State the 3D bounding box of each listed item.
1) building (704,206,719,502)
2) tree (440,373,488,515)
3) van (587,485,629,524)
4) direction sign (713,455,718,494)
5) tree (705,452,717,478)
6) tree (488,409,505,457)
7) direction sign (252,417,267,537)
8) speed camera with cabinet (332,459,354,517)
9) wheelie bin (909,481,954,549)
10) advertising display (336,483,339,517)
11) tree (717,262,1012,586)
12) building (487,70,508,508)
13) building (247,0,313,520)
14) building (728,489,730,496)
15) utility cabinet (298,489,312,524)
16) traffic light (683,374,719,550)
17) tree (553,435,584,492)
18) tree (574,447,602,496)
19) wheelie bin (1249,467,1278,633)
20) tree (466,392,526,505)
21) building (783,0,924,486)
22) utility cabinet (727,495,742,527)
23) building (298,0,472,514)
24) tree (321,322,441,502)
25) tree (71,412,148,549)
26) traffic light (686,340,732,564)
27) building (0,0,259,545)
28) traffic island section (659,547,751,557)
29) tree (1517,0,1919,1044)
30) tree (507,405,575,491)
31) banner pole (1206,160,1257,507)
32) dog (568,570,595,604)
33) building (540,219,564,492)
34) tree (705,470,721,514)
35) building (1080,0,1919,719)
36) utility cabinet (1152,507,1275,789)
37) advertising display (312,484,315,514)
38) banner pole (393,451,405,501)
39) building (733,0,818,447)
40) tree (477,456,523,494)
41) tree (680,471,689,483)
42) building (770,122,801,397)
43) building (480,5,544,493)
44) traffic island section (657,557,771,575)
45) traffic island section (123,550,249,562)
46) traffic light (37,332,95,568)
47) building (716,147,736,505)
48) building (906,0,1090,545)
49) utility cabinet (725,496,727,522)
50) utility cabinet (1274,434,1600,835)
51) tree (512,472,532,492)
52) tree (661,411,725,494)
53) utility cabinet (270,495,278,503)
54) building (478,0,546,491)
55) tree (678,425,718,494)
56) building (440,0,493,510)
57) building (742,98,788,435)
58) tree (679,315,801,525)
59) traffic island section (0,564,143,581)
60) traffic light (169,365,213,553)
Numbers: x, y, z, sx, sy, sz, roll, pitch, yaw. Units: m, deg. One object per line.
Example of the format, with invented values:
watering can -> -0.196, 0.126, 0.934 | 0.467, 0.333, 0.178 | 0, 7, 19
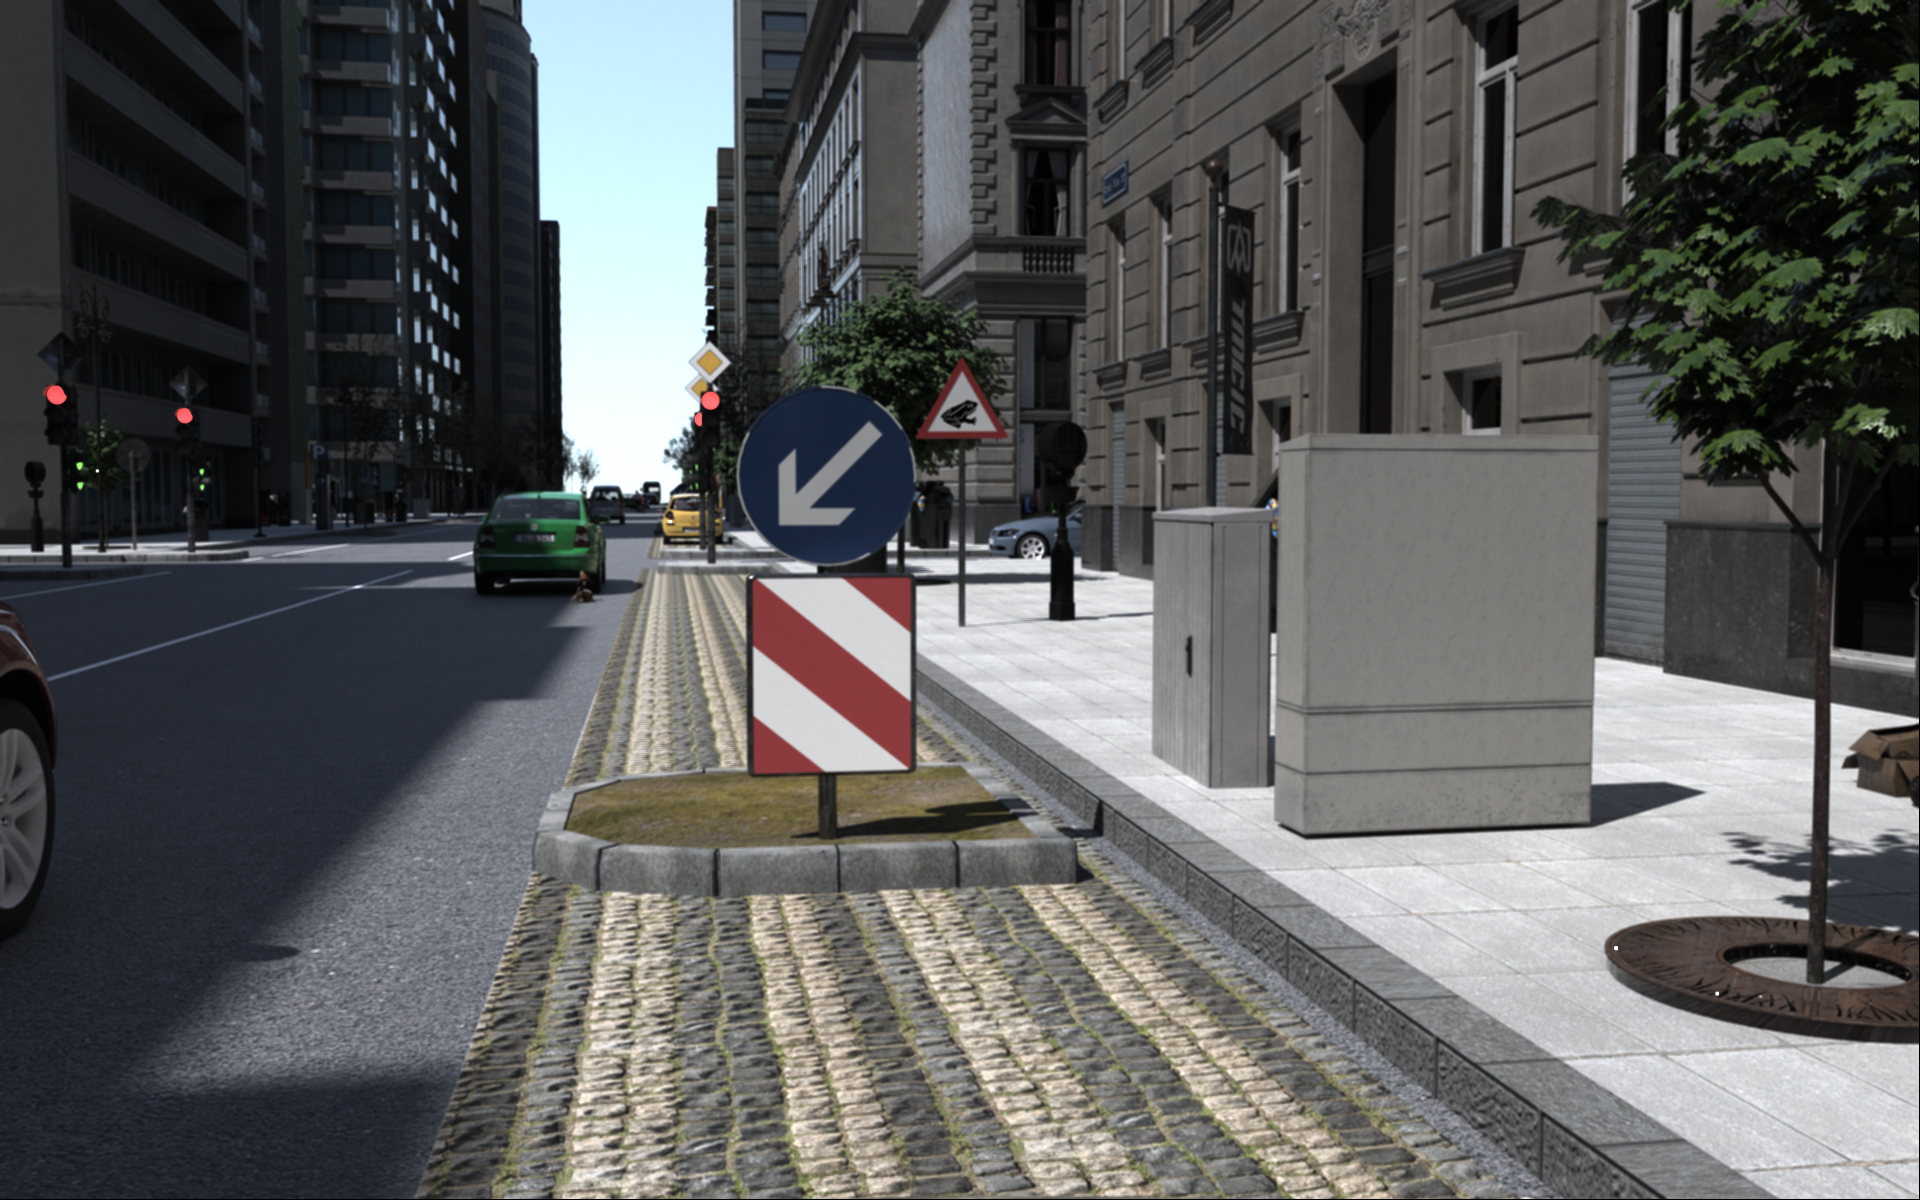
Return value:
building -> -26.910, -36.978, 259.218 | 22.147, 44.769, 28.867 | -1, 4, -10
tree -> -28.094, -8.611, 91.160 | 4.360, 8.622, 3.978 | 0, 3, 0
van -> -17.027, -4.686, 83.626 | 2.013, 2.044, 4.112 | -1, 4, -11
direction sign -> -13.559, -6.345, 95.742 | 0.379, 3.537, 0.876 | -3, 4, -37
tree -> -11.380, -6.505, 90.063 | 4.285, 4.588, 4.351 | 0, 3, 0
tree -> -30.292, -9.503, 105.731 | 4.360, 8.622, 3.978 | 0, 3, 0
direction sign -> -20.831, -3.636, 51.452 | 0.379, 3.537, 0.876 | 0, 4, -5
speed camera with cabinet -> -35.069, -6.419, 99.283 | 0.660, 3.252, 2.038 | 1, 4, 21
wheelie bin -> -0.554, -1.997, 40.557 | 0.693, 1.594, 0.980 | 3, 4, 36
advertising display -> -35.275, -5.654, 97.654 | 0.123, 1.923, 0.974 | -3, 5, -42
tree -> -0.936, -2.510, 24.745 | 4.285, 4.588, 4.351 | 0, 3, 0
building -> -50.187, -29.205, 161.093 | 14.154, 41.232, 14.086 | -1, 4, -10
building -> -39.801, -24.362, 81.919 | 14.154, 41.232, 14.086 | -1, 4, -10
building -> -13.401, -45.190, 177.104 | 20.563, 71.187, 20.611 | -1, 4, -10
utility cabinet -> -27.587, -3.929, 72.915 | 0.318, 1.500, 1.173 | -1, 4, -10
traffic light -> -5.933, -3.108, 39.733 | 0.839, 4.253, 0.868 | -1, 4, -10
tree -> -48.127, -15.960, 211.300 | 4.360, 8.622, 3.978 | 0, 3, 0
tree -> -57.123, -19.243, 264.979 | 4.737, 8.622, 4.395 | 0, 3, 0
wheelie bin -> 3.041, -0.509, 16.224 | 0.693, 1.594, 0.980 | 0, 4, 5
tree -> -33.769, -10.741, 125.981 | 4.737, 8.622, 4.395 | 0, 3, 0
building -> 1.290, -14.875, 76.491 | 16.112, 22.955, 30.059 | -1, 4, -10
utility cabinet -> -8.714, -3.433, 67.295 | 0.306, 1.237, 1.020 | -1, 4, -19
building -> -48.524, -30.857, 124.122 | 23.786, 49.044, 30.456 | -1, 4, -10
tree -> -25.755, -7.633, 75.162 | 4.360, 8.622, 3.978 | 0, 3, 0
tree -> -19.950, -2.820, 40.716 | 1.663, 3.219, 1.824 | 0, 3, 0
traffic light -> -4.605, -2.626, 31.859 | 0.839, 4.253, 0.868 | -1, 4, -10
building -> -34.855, -26.136, 51.028 | 21.300, 48.544, 21.600 | -1, 4, -10
traffic island section -> -5.891, -1.075, 39.854 | 2.009, 0.180, 2.903 | -1, 4, -10
tree -> 2.206, -0.594, 4.318 | 1.663, 3.219, 1.824 | 0, 3, 0
tree -> -44.629, -15.206, 183.033 | 8.767, 10.594, 7.601 | 0, 4, -3
banner pole -> 2.051, -1.423, 13.278 | 0.401, 3.779, 0.863 | 3, 4, 38
dog -> -5.092, -0.175, 23.062 | 0.550, 0.427, 0.748 | 2, 4, 27
building -> -65.210, -34.679, 250.589 | 14.154, 41.232, 14.086 | -1, 4, -10
tree -> -15.865, -7.143, 111.395 | 1.663, 3.219, 1.824 | 0, 3, 0
building -> 9.666, -13.507, 18.096 | 12.463, 27.353, 25.104 | -1, 4, -10
utility cabinet -> 1.144, 0.192, 8.021 | 0.306, 1.237, 1.020 | 0, 4, -8
advertising display -> -41.063, -6.399, 109.834 | 0.123, 1.923, 0.974 | 0, 4, -4
banner pole -> -32.271, -6.699, 99.541 | 0.863, 3.779, 0.401 | 1, 4, 17
building -> -9.266, -37.318, 152.150 | 21.231, 58.520, 28.212 | -1, 4, -10
tree -> -35.296, -9.128, 132.959 | 4.285, 4.588, 4.351 | 0, 3, 0
tree -> -24.643, -11.357, 169.401 | 4.285, 4.588, 4.351 | 0, 3, 0
building -> -4.347, -18.730, 103.497 | 12.463, 27.353, 25.104 | -1, 4, -10
building -> -62.084, -40.731, 207.955 | 21.231, 58.520, 28.212 | -1, 4, -10
traffic island section -> -4.564, -0.593, 31.980 | 2.009, 0.180, 2.903 | -1, 4, -10
traffic island section -> -16.879, -0.962, 38.014 | 2.009, 0.180, 2.903 | -1, 4, -10
traffic light -> -15.511, -2.513, 30.012 | 0.839, 4.253, 0.868 | -1, 4, -10
building -> -22.036, -32.072, 207.973 | 14.154, 41.232, 14.086 | -1, 4, -10
building -> 8.685, -13.496, 49.540 | 19.941, 23.489, 11.050 | -1, 4, -10
utility cabinet -> -10.788, -4.254, 80.707 | 0.306, 1.237, 1.020 | 0, 4, -4
utility cabinet -> 1.816, 0.125, 6.639 | 1.173, 1.500, 0.318 | -1, 4, -11
tree -> -38.219, -9.561, 150.915 | 1.663, 3.219, 1.824 | 0, 3, 0
tree -> -29.826, -15.991, 195.871 | 8.767, 10.594, 7.601 | 0, 4, 3
utility cabinet -> -31.249, -4.094, 78.102 | 1.020, 1.237, 0.306 | 1, 4, 22
building -> -66.660, -48.517, 231.508 | 20.563, 71.187, 20.611 | -1, 4, -10
tree -> -26.995, -14.006, 179.367 | 4.737, 8.622, 4.395 | 0, 3, 0
building -> -47.750, -30.389, 146.965 | 14.600, 45.320, 14.200 | -1, 4, -10
building -> -9.366, -21.963, 130.793 | 14.160, 30.474, 14.107 | -1, 4, -10
tree -> -8.872, -7.398, 71.316 | 4.360, 8.622, 3.978 | 0, 3, 0
traffic island section -> -15.552, -0.481, 30.139 | 2.009, 0.180, 2.903 | -1, 4, -10
traffic light -> -16.838, -2.995, 37.886 | 0.839, 4.253, 0.868 | -1, 4, -10
